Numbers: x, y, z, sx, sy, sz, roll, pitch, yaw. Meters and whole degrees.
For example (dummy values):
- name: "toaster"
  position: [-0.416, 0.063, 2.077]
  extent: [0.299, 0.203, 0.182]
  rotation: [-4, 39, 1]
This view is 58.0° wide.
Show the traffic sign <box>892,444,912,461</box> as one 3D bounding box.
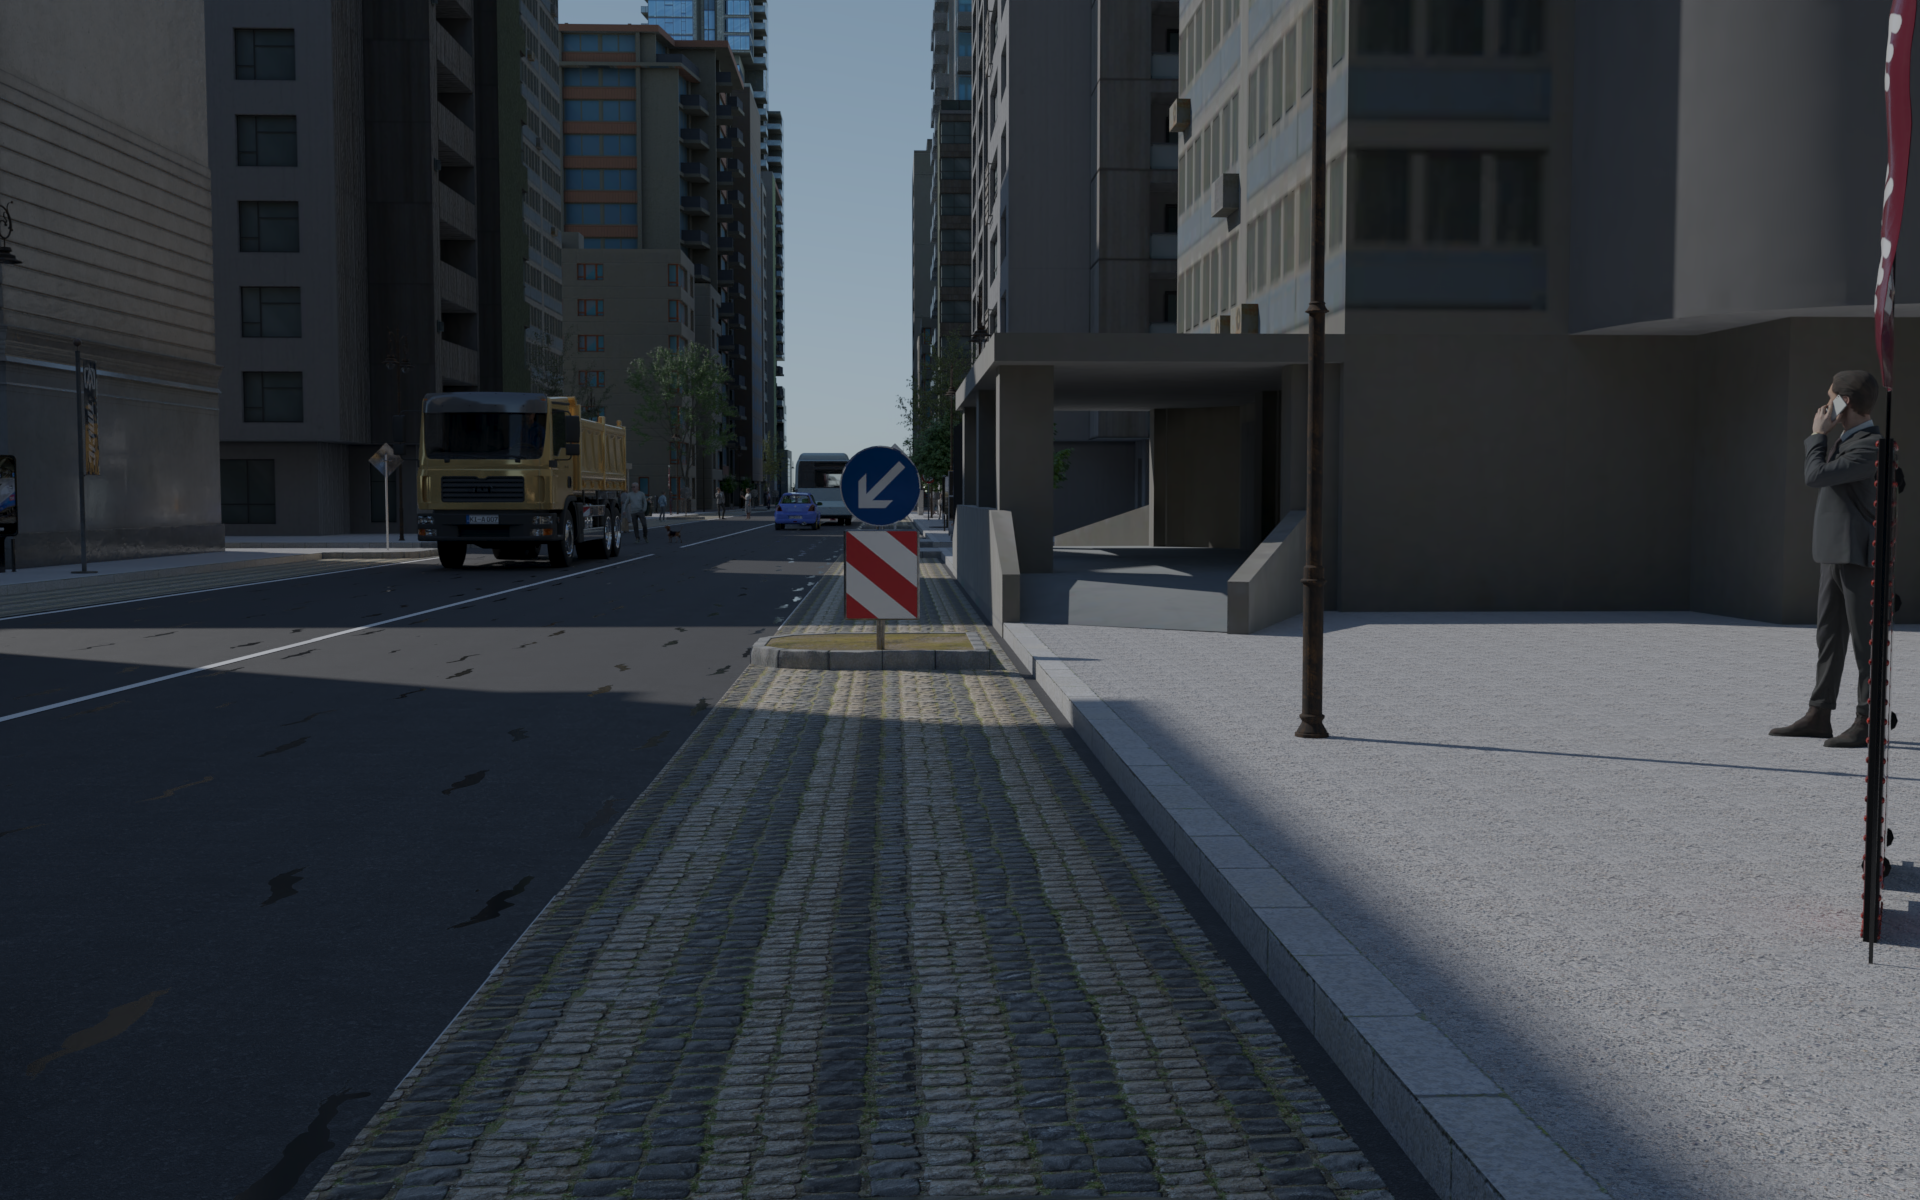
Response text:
- name: "traffic sign"
  position: [-1.472, -2.304, 39.858]
  extent: [0.795, 2.593, 0.064]
  rotation: [0, 4, -2]

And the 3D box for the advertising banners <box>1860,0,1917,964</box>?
- name: "advertising banners"
  position: [2.733, -0.545, 5.092]
  extent: [0.090, 3.025, 2.074]
  rotation: [2, 4, 29]

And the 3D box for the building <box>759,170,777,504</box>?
- name: "building"
  position: [-30.099, -32.386, 213.101]
  extent: [14.154, 41.232, 14.086]
  rotation: [0, 4, -2]

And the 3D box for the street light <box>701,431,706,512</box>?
- name: "street light"
  position: [-18.366, -9.253, 124.079]
  extent: [0.468, 5.910, 1.993]
  rotation: [0, 4, -2]

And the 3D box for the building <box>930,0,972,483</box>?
- name: "building"
  position: [8.699, -32.590, 152.454]
  extent: [23.786, 49.044, 30.456]
  rotation: [0, 4, -2]

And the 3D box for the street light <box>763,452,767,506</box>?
- name: "street light"
  position: [-20.815, -12.976, 184.947]
  extent: [0.468, 5.910, 1.993]
  rotation: [0, 4, -2]

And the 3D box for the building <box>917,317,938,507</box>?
- name: "building"
  position: [9.495, -20.757, 184.410]
  extent: [27.650, 21.520, 28.899]
  rotation: [0, 4, -2]

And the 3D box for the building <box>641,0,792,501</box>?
- name: "building"
  position: [-36.657, -58.125, 263.014]
  extent: [22.319, 86.520, 31.000]
  rotation: [0, 4, -2]

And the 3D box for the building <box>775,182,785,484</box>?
- name: "building"
  position: [-35.378, -35.463, 234.438]
  extent: [22.147, 44.769, 28.867]
  rotation: [0, 4, -2]

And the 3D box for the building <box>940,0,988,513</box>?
- name: "building"
  position: [9.197, -40.891, 106.815]
  extent: [20.563, 71.187, 20.611]
  rotation: [0, 4, -2]

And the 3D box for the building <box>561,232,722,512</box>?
- name: "building"
  position: [-34.072, -17.816, 136.336]
  extent: [27.650, 21.520, 28.899]
  rotation: [0, 4, -2]

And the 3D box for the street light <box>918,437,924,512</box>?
- name: "street light"
  position: [-2.639, -9.164, 122.626]
  extent: [0.468, 5.910, 1.993]
  rotation: [0, 4, -2]

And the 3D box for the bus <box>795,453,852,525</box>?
- name: "bus"
  position: [-6.479, -5.443, 83.845]
  extent: [2.948, 3.499, 13.247]
  rotation: [0, 4, -3]

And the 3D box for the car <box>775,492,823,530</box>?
- name: "car"
  position: [-6.552, -3.700, 70.091]
  extent: [1.945, 1.707, 3.694]
  rotation: [0, 4, -2]

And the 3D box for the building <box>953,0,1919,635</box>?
- name: "building"
  position: [16.241, -20.287, 23.567]
  extent: [32.217, 40.220, 23.993]
  rotation: [0, 4, -2]

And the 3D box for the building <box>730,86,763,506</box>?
- name: "building"
  position: [-28.878, -32.834, 186.947]
  extent: [14.600, 45.320, 14.200]
  rotation: [0, 4, -2]

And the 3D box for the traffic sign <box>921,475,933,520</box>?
- name: "traffic sign"
  position: [-1.534, -5.163, 84.523]
  extent: [0.768, 2.556, 0.104]
  rotation: [0, 4, 7]

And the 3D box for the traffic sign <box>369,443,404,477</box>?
- name: "traffic sign"
  position: [-13.058, -2.277, 39.420]
  extent: [0.795, 2.593, 0.064]
  rotation: [0, 4, -2]

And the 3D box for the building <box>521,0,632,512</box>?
- name: "building"
  position: [-34.416, -24.394, 90.728]
  extent: [32.217, 40.220, 23.993]
  rotation: [0, 4, -2]

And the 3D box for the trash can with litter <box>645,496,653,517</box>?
- name: "trash can with litter"
  position: [-17.969, -5.323, 98.420]
  extent: [1.055, 1.170, 0.624]
  rotation: [0, 4, 7]

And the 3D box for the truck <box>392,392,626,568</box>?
- name: "truck"
  position: [-8.946, -2.446, 35.923]
  extent: [3.469, 3.379, 9.791]
  rotation: [0, 4, -2]

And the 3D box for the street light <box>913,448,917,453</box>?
- name: "street light"
  position: [-3.284, -10.014, 136.516]
  extent: [0.468, 5.910, 1.993]
  rotation: [0, 4, -2]

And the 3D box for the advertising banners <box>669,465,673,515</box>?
- name: "advertising banners"
  position: [-17.681, -6.701, 105.742]
  extent: [0.090, 3.025, 2.074]
  rotation: [0, 4, -4]

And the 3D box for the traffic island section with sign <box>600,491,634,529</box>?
- name: "traffic island section with sign"
  position: [-14.307, -3.772, 70.293]
  extent: [1.989, 1.847, 2.006]
  rotation: [0, 4, -2]

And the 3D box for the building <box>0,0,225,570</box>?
- name: "building"
  position: [-25.176, -11.251, 33.107]
  extent: [18.267, 20.994, 9.793]
  rotation: [0, 4, -2]

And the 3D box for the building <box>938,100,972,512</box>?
- name: "building"
  position: [5.297, -21.953, 130.629]
  extent: [14.160, 30.474, 14.107]
  rotation: [0, 4, -2]

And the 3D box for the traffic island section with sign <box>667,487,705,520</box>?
- name: "traffic island section with sign"
  position: [-15.379, -5.423, 97.286]
  extent: [1.989, 1.847, 2.006]
  rotation: [0, 4, -2]

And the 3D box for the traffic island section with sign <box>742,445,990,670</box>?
- name: "traffic island section with sign"
  position: [-0.785, -0.387, 14.950]
  extent: [1.989, 1.847, 2.006]
  rotation: [0, 4, -2]

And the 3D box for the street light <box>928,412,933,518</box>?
- name: "street light"
  position: [-1.523, -7.291, 91.990]
  extent: [0.468, 5.910, 1.993]
  rotation: [0, 4, -2]

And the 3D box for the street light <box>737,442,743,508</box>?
- name: "street light"
  position: [-19.673, -11.118, 154.574]
  extent: [0.468, 5.910, 1.993]
  rotation: [0, 4, -2]

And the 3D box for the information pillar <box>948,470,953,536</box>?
- name: "information pillar"
  position: [-0.165, -2.995, 53.455]
  extent: [0.304, 2.012, 0.304]
  rotation: [2, 4, 26]

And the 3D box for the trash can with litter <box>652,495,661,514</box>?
- name: "trash can with litter"
  position: [-20.058, -6.299, 114.044]
  extent: [1.678, 1.210, 2.233]
  rotation: [-1, 4, -16]

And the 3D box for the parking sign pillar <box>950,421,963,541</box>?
- name: "parking sign pillar"
  position: [0.459, -3.613, 47.551]
  extent: [1.447, 3.967, 1.447]
  rotation: [0, 4, -1]

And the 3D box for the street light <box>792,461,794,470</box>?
- name: "street light"
  position: [-22.955, -16.228, 238.117]
  extent: [0.468, 5.910, 1.993]
  rotation: [0, 4, -2]

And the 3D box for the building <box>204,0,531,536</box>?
- name: "building"
  position: [-22.996, -17.502, 57.867]
  extent: [14.160, 30.474, 14.107]
  rotation: [0, 4, -2]

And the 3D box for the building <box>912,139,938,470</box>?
- name: "building"
  position: [4.353, -37.250, 232.735]
  extent: [21.300, 48.544, 21.600]
  rotation: [0, 4, -2]

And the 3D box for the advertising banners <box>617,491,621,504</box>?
- name: "advertising banners"
  position: [-17.653, -5.730, 89.878]
  extent: [0.090, 3.025, 2.074]
  rotation: [0, 4, -5]

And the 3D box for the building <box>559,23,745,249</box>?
- name: "building"
  position: [-32.175, -31.226, 165.162]
  extent: [22.147, 44.769, 28.867]
  rotation: [0, 4, -2]

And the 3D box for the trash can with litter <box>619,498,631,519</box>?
- name: "trash can with litter"
  position: [-16.580, -4.541, 85.637]
  extent: [0.624, 1.170, 1.055]
  rotation: [0, 4, -3]

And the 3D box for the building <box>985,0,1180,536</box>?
- name: "building"
  position: [8.141, -22.704, 54.805]
  extent: [14.086, 41.232, 14.154]
  rotation: [0, 4, -2]
